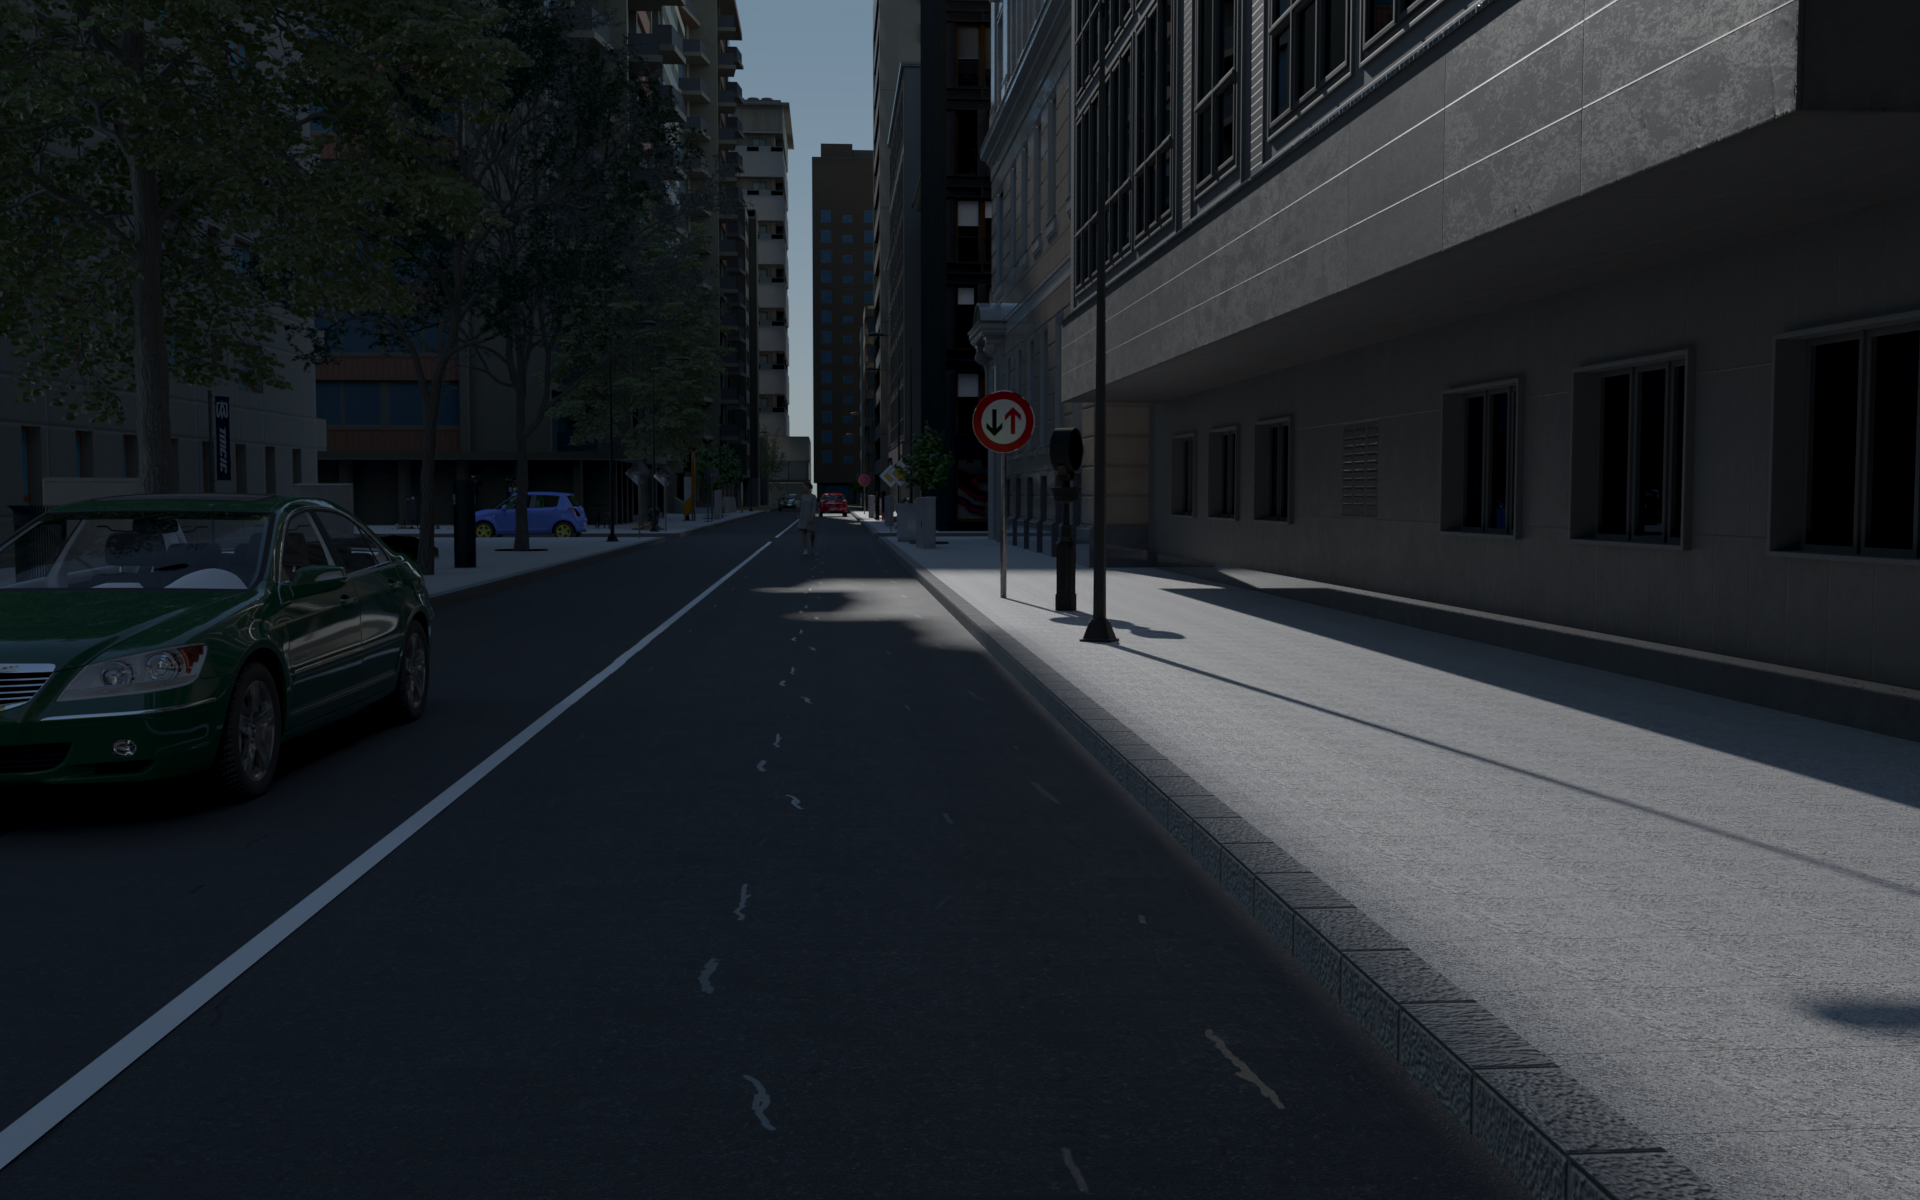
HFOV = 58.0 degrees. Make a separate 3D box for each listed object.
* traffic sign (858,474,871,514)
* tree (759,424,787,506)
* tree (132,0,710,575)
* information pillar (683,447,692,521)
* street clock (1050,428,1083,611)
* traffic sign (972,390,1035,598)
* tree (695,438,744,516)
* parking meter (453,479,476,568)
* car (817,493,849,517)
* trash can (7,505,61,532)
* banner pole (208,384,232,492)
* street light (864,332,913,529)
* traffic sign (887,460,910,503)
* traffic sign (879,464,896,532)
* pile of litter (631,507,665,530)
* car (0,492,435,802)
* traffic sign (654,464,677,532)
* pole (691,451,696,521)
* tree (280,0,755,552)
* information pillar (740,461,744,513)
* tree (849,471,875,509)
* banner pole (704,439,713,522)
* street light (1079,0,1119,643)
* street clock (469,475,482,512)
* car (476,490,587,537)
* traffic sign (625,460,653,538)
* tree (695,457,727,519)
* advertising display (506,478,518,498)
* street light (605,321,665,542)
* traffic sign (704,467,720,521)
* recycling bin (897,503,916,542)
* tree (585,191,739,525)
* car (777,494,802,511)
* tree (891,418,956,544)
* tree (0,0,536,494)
[{"bbox_3d":[-6.059,-6.717,109.926,0.768,2.556,0.104,0,4,-4],"label":"traffic sign"},{"bbox_3d":[-19.887,-14.106,180.992,4.737,8.622,4.395,0,3,0],"label":"tree"},{"bbox_3d":[-8.381,-5.652,26.830,8.767,10.594,7.601,-1,4,-21],"label":"tree"},{"bbox_3d":[-13.043,-5.617,83.200,0.504,3.616,0.183,-2,4,-25],"label":"information pillar"},{"bbox_3d":[1.166,-0.883,19.014,0.358,2.002,0.471,2,4,24],"label":"street clock"},{"bbox_3d":[0.538,-1.299,21.348,0.768,2.556,0.104,0,4,3],"label":"traffic sign"},{"bbox_3d":[-14.377,-7.236,102.017,4.285,4.588,4.351,0,3,0],"label":"tree"},{"bbox_3d":[-8.636,-1.332,30.192,0.372,1.533,0.369,0,3,0],"label":"parking meter"},{"bbox_3d":[-8.153,-6.227,110.853,2.155,1.783,4.494,0,4,-6],"label":"car"},{"bbox_3d":[-11.819,-0.650,22.278,0.748,1.137,0.748,0,3,0],"label":"trash can"},{"bbox_3d":[-16.618,-2.986,38.830,0.401,3.779,0.863,1,4,17],"label":"banner pole"},{"bbox_3d":[-1.948,-4.733,49.931,1.470,5.913,1.316,0,4,-4],"label":"street light"},{"bbox_3d":[-1.747,-2.873,50.618,0.795,2.450,0.064,0,4,-4],"label":"traffic sign"},{"bbox_3d":[-2.341,-3.360,58.581,0.795,2.450,0.064,0,4,-4],"label":"traffic sign"},{"bbox_3d":[-11.158,-2.925,61.794,1.176,0.858,1.719,-1,4,-15],"label":"pile of litter"},{"bbox_3d":[-4.268,0.138,9.543,2.131,1.459,4.920,0,4,-3],"label":"car"},{"bbox_3d":[-9.866,-3.327,58.043,0.795,2.450,0.064,0,4,-4],"label":"traffic sign"},{"bbox_3d":[-12.763,-5.448,82.923,0.158,3.312,0.155,0,3,0],"label":"pole"},{"bbox_3d":[-9.735,-7.847,38.664,12.009,13.543,11.850,0,3,0],"label":"tree"},{"bbox_3d":[-15.149,-7.887,120.302,0.183,3.616,0.504,0,4,-3],"label":"information pillar"},{"bbox_3d":[-8.491,-9.397,148.244,1.663,3.219,1.824,0,3,0],"label":"tree"},{"bbox_3d":[-11.593,-5.484,79.673,0.401,3.779,0.863,0,4,-5],"label":"banner pole"},{"bbox_3d":[0.677,-2.591,14.900,1.470,5.913,1.316,0,4,-4],"label":"street light"},{"bbox_3d":[-18.440,-3.756,65.979,0.471,2.002,0.358,3,4,36],"label":"street clock"},{"bbox_3d":[-13.323,-2.659,53.059,3.694,1.707,1.945,0,4,-4],"label":"car"},{"bbox_3d":[-9.272,-2.840,50.080,0.795,2.450,0.064,0,4,-4],"label":"traffic sign"},{"bbox_3d":[-12.921,-5.882,90.764,1.663,3.219,1.824,0,3,0],"label":"tree"},{"bbox_3d":[-17.486,-3.863,68.379,0.123,1.923,0.974,3,4,36],"label":"advertising display"},{"bbox_3d":[-8.835,-4.528,46.572,1.470,5.913,1.316,0,4,-4],"label":"street light"},{"bbox_3d":[-11.733,-4.998,81.829,0.768,2.556,0.104,0,4,3],"label":"traffic sign"},{"bbox_3d":[-1.338,-2.099,46.876,0.722,1.027,0.722,0,4,-5],"label":"recycling bin"},{"bbox_3d":[-12.091,-8.983,64.992,7.486,12.596,7.792,0,3,0],"label":"tree"},{"bbox_3d":[-14.548,-8.301,147.511,2.131,1.459,4.920,0,4,-5],"label":"car"},{"bbox_3d":[-0.945,-3.059,44.608,1.663,3.219,1.824,0,3,0],"label":"tree"},{"bbox_3d":[-8.218,-6.067,17.328,7.486,12.596,7.792,0,3,0],"label":"tree"}]
